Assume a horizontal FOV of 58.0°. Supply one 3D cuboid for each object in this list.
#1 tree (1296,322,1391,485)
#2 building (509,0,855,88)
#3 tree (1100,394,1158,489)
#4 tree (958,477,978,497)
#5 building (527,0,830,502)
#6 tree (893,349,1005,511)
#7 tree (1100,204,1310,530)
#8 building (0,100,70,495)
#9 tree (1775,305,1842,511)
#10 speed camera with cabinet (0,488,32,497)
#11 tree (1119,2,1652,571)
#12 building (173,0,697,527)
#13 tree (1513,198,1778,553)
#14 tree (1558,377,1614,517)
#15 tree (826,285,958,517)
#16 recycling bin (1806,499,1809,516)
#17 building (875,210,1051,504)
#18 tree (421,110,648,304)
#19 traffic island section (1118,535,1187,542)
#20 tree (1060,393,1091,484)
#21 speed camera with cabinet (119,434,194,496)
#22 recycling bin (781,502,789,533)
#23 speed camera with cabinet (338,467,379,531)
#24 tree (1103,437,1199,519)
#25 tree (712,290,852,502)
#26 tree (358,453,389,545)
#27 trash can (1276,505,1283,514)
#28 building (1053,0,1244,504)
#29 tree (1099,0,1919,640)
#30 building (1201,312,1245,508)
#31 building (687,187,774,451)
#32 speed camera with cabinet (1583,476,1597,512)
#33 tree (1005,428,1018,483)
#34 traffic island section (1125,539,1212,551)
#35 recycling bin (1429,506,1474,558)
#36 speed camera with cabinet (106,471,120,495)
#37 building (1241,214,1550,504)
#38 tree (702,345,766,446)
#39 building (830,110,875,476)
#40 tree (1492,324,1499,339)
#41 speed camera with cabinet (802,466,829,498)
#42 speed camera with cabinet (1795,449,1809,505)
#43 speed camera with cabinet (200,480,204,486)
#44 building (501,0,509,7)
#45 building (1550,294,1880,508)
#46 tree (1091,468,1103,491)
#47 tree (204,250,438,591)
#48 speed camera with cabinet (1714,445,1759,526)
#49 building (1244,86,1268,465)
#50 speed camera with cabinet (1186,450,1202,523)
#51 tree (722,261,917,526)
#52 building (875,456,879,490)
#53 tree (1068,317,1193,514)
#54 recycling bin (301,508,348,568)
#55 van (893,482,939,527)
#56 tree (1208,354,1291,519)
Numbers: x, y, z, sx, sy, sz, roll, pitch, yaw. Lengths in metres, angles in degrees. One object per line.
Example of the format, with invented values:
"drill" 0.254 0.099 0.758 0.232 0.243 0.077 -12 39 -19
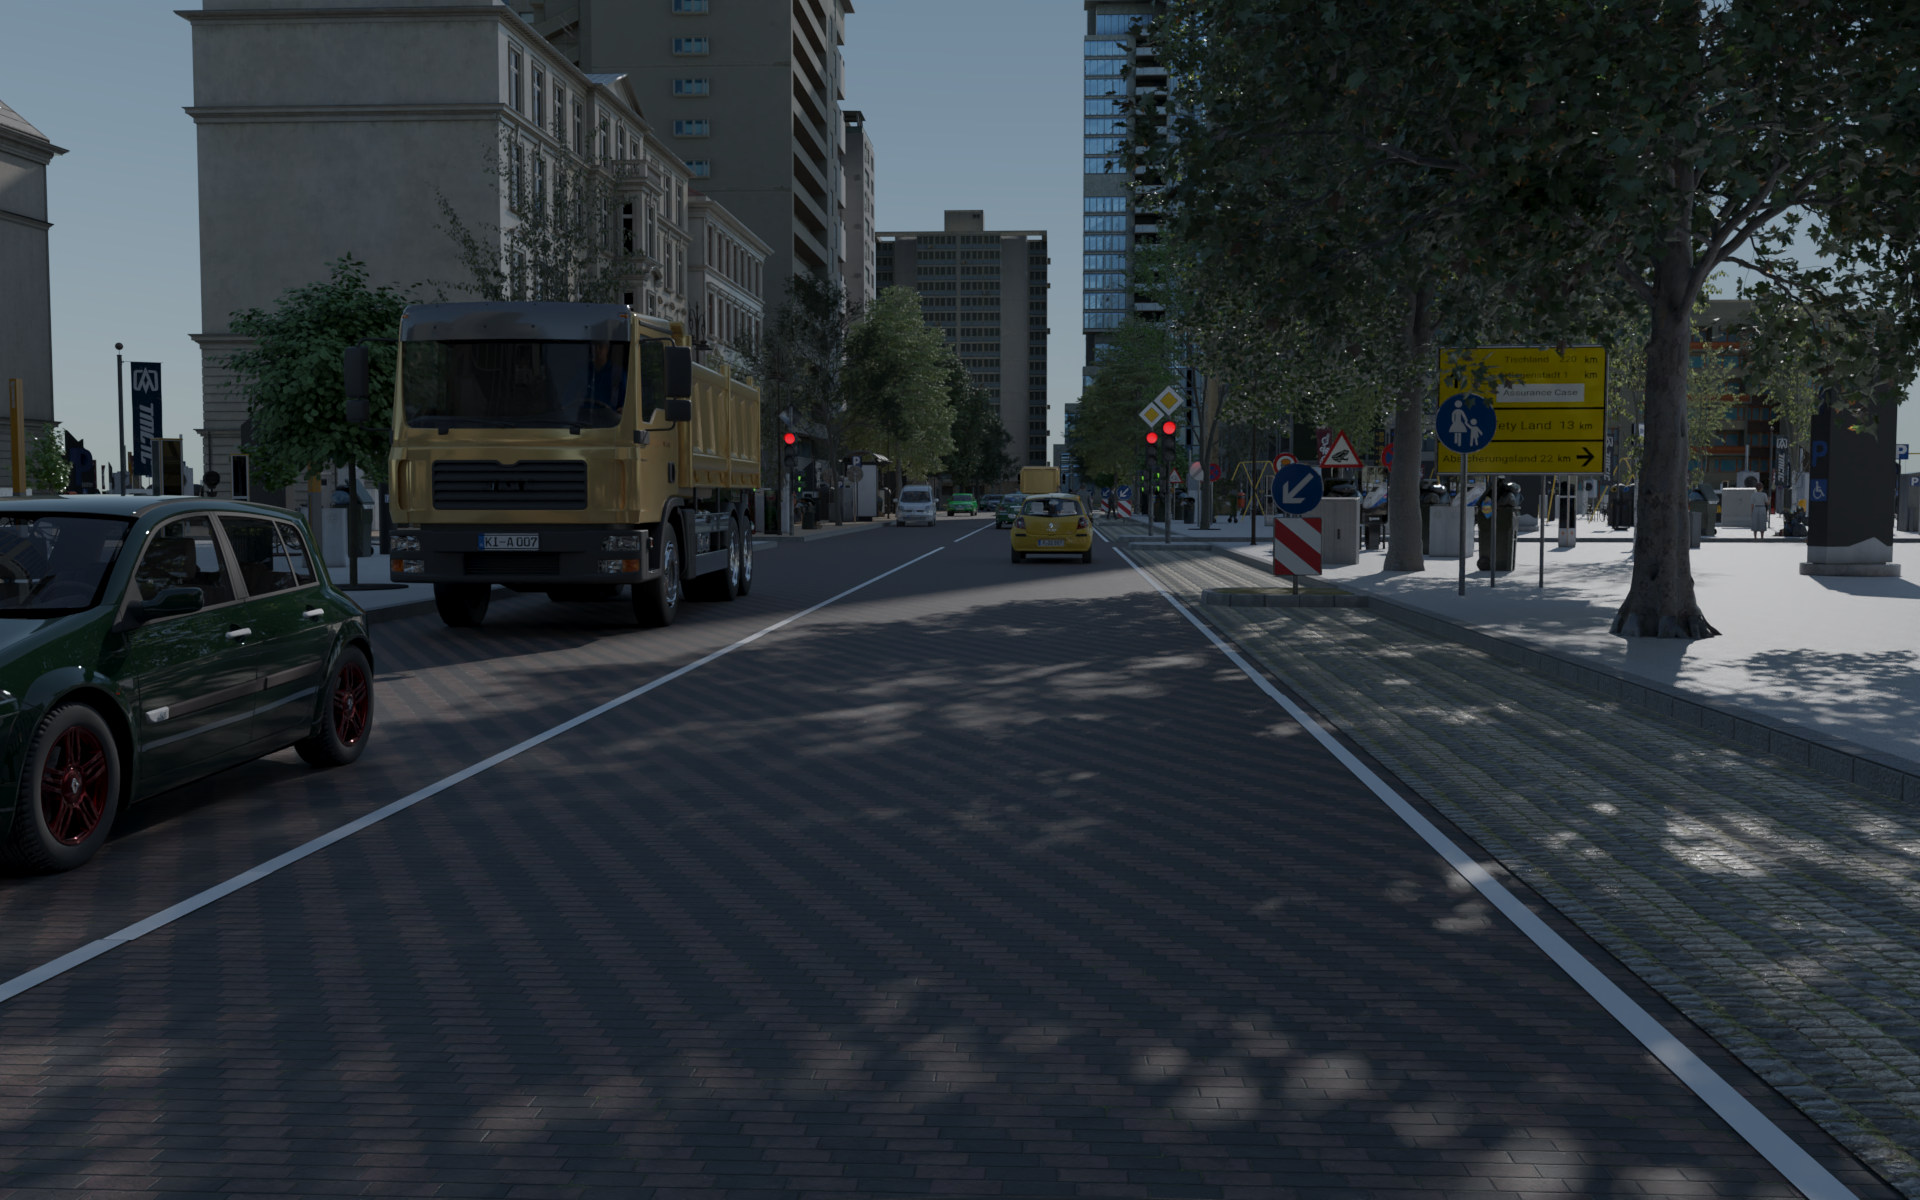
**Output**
"tree" 16.397 -7.493 72.880 4.737 8.622 4.395 0 3 0
"building" -25.539 -35.233 165.296 28.713 52.752 27.495 0 4 3
"tree" 11.932 -10.327 119.208 4.737 8.622 4.395 0 3 0
"tree" 1.375 -14.354 185.045 4.360 8.622 3.978 0 3 0
"building" -22.572 -31.581 140.045 21.300 48.544 21.600 0 4 3
"tree" -1.617 -13.310 134.633 9.611 12.733 9.660 0 3 0
"tree" 8.755 -8.297 61.407 9.928 11.665 9.643 0 3 0
"building" -48.794 -12.643 71.342 19.286 19.102 10.561 0 4 3
"tree" 27.428 -6.485 56.400 4.360 8.622 3.978 0 3 0
"speed camera with cabinet" -25.889 -3.170 46.164 0.660 3.252 2.038 2 4 30
"tree" 7.565 -7.463 28.683 9.857 13.997 8.962 0 3 0
"building" -21.596 -16.131 82.831 14.460 24.649 34.723 0 4 3
"tree" 14.414 -5.314 37.246 4.360 8.622 3.978 0 3 0
"tree" 35.072 -9.004 97.577 4.737 8.622 4.395 0 3 0
"tree" -3.757 -10.800 94.706 7.486 12.596 7.792 0 3 0
"recycling bin" 40.444 -4.245 81.956 0.722 1.027 0.722 2 4 29
"building" 0.492 -33.501 239.627 23.993 40.220 32.217 0 4 3
"tree" -7.803 -5.040 32.772 4.360 8.622 3.978 0 3 0
"traffic island section" 5.851 -1.874 52.923 2.009 0.180 2.903 0 4 3
"tree" 16.330 -17.549 193.577 9.857 13.997 8.962 0 3 0
"speed camera with cabinet" -26.328 -3.826 56.885 2.038 3.252 0.660 -1 4 -8
"recycling bin" -5.915 -2.705 56.777 0.722 1.027 0.722 0 4 5
"speed camera with cabinet" -20.431 -3.993 59.629 0.660 3.252 2.038 2 4 28
"tree" 10.567 -6.457 89.279 4.285 4.588 4.351 0 3 0
"tree" -6.435 -6.829 62.009 4.360 8.622 3.978 0 3 0
"tree" -14.322 -3.000 43.654 1.663 3.219 1.824 0 3 0
"trash can" 20.834 -6.160 112.373 0.748 1.137 0.748 0 3 0
"building" 28.048 -56.141 230.574 31.000 86.520 22.319 0 4 3
"tree" 6.374 -6.013 15.318 9.611 12.733 9.660 0 3 0
"building" 39.694 -20.268 176.423 27.650 21.520 28.899 0 4 3
"building" -19.272 -16.791 110.695 11.583 22.565 21.152 0 4 3
"speed camera with cabinet" 39.189 -7.051 109.617 2.038 3.252 0.660 3 5 41
"tree" 0.091 -15.628 172.523 9.611 12.733 9.660 0 3 0
"traffic island section" 5.413 -1.386 44.950 2.009 0.180 2.903 0 4 3
"recycling bin" 10.059 -1.399 35.421 0.722 1.027 0.722 2 4 33
"speed camera with cabinet" -34.288 -4.658 70.488 0.660 3.252 2.038 -2 4 -35
"building" 33.820 -42.695 136.307 20.563 71.187 20.611 0 4 3
"tree" -11.371 -8.278 85.710 4.737 8.622 4.395 0 3 0
"building" -16.472 -30.803 187.222 14.086 41.232 14.154 0 4 3
"tree" 20.182 -7.015 65.056 4.360 8.622 3.978 0 3 0
"speed camera with cabinet" -10.190 -7.886 123.266 2.038 3.252 0.660 1 4 21
"speed camera with cabinet" 36.935 -4.914 74.685 0.660 3.252 2.038 -1 4 -21
"speed camera with cabinet" -45.193 -6.806 105.613 2.038 3.252 0.660 -3 5 -42
"building" -37.788 -39.280 184.225 28.212 58.520 21.231 0 4 3
"building" 73.373 -20.261 176.305 28.899 21.520 27.650 0 4 3
"tree" 14.298 -10.709 158.812 4.285 4.588 4.351 0 3 0
"tree" -8.330 -2.428 23.405 4.285 4.588 4.351 0 3 0
"speed camera with cabinet" 30.957 -4.601 69.564 2.038 3.252 0.660 0 4 1
"building" 32.423 -28.816 154.735 14.154 41.232 14.086 0 4 3
"speed camera with cabinet" 10.426 -5.058 77.032 0.660 3.252 2.038 0 4 6
"tree" -5.176 -8.270 69.629 7.601 10.594 8.767 2 4 26
"building" -25.515 -39.678 237.978 27.495 52.752 28.713 0 4 3
"tree" 11.280 -11.841 111.724 7.486 12.596 7.792 0 3 0
"recycling bin" -11.171 -1.095 30.460 0.722 1.027 0.722 -1 4 -16
"van" -1.943 -4.302 77.351 2.013 2.044 4.112 0 4 1
"tree" 14.987 -8.467 88.805 4.360 8.622 3.978 0 3 0
